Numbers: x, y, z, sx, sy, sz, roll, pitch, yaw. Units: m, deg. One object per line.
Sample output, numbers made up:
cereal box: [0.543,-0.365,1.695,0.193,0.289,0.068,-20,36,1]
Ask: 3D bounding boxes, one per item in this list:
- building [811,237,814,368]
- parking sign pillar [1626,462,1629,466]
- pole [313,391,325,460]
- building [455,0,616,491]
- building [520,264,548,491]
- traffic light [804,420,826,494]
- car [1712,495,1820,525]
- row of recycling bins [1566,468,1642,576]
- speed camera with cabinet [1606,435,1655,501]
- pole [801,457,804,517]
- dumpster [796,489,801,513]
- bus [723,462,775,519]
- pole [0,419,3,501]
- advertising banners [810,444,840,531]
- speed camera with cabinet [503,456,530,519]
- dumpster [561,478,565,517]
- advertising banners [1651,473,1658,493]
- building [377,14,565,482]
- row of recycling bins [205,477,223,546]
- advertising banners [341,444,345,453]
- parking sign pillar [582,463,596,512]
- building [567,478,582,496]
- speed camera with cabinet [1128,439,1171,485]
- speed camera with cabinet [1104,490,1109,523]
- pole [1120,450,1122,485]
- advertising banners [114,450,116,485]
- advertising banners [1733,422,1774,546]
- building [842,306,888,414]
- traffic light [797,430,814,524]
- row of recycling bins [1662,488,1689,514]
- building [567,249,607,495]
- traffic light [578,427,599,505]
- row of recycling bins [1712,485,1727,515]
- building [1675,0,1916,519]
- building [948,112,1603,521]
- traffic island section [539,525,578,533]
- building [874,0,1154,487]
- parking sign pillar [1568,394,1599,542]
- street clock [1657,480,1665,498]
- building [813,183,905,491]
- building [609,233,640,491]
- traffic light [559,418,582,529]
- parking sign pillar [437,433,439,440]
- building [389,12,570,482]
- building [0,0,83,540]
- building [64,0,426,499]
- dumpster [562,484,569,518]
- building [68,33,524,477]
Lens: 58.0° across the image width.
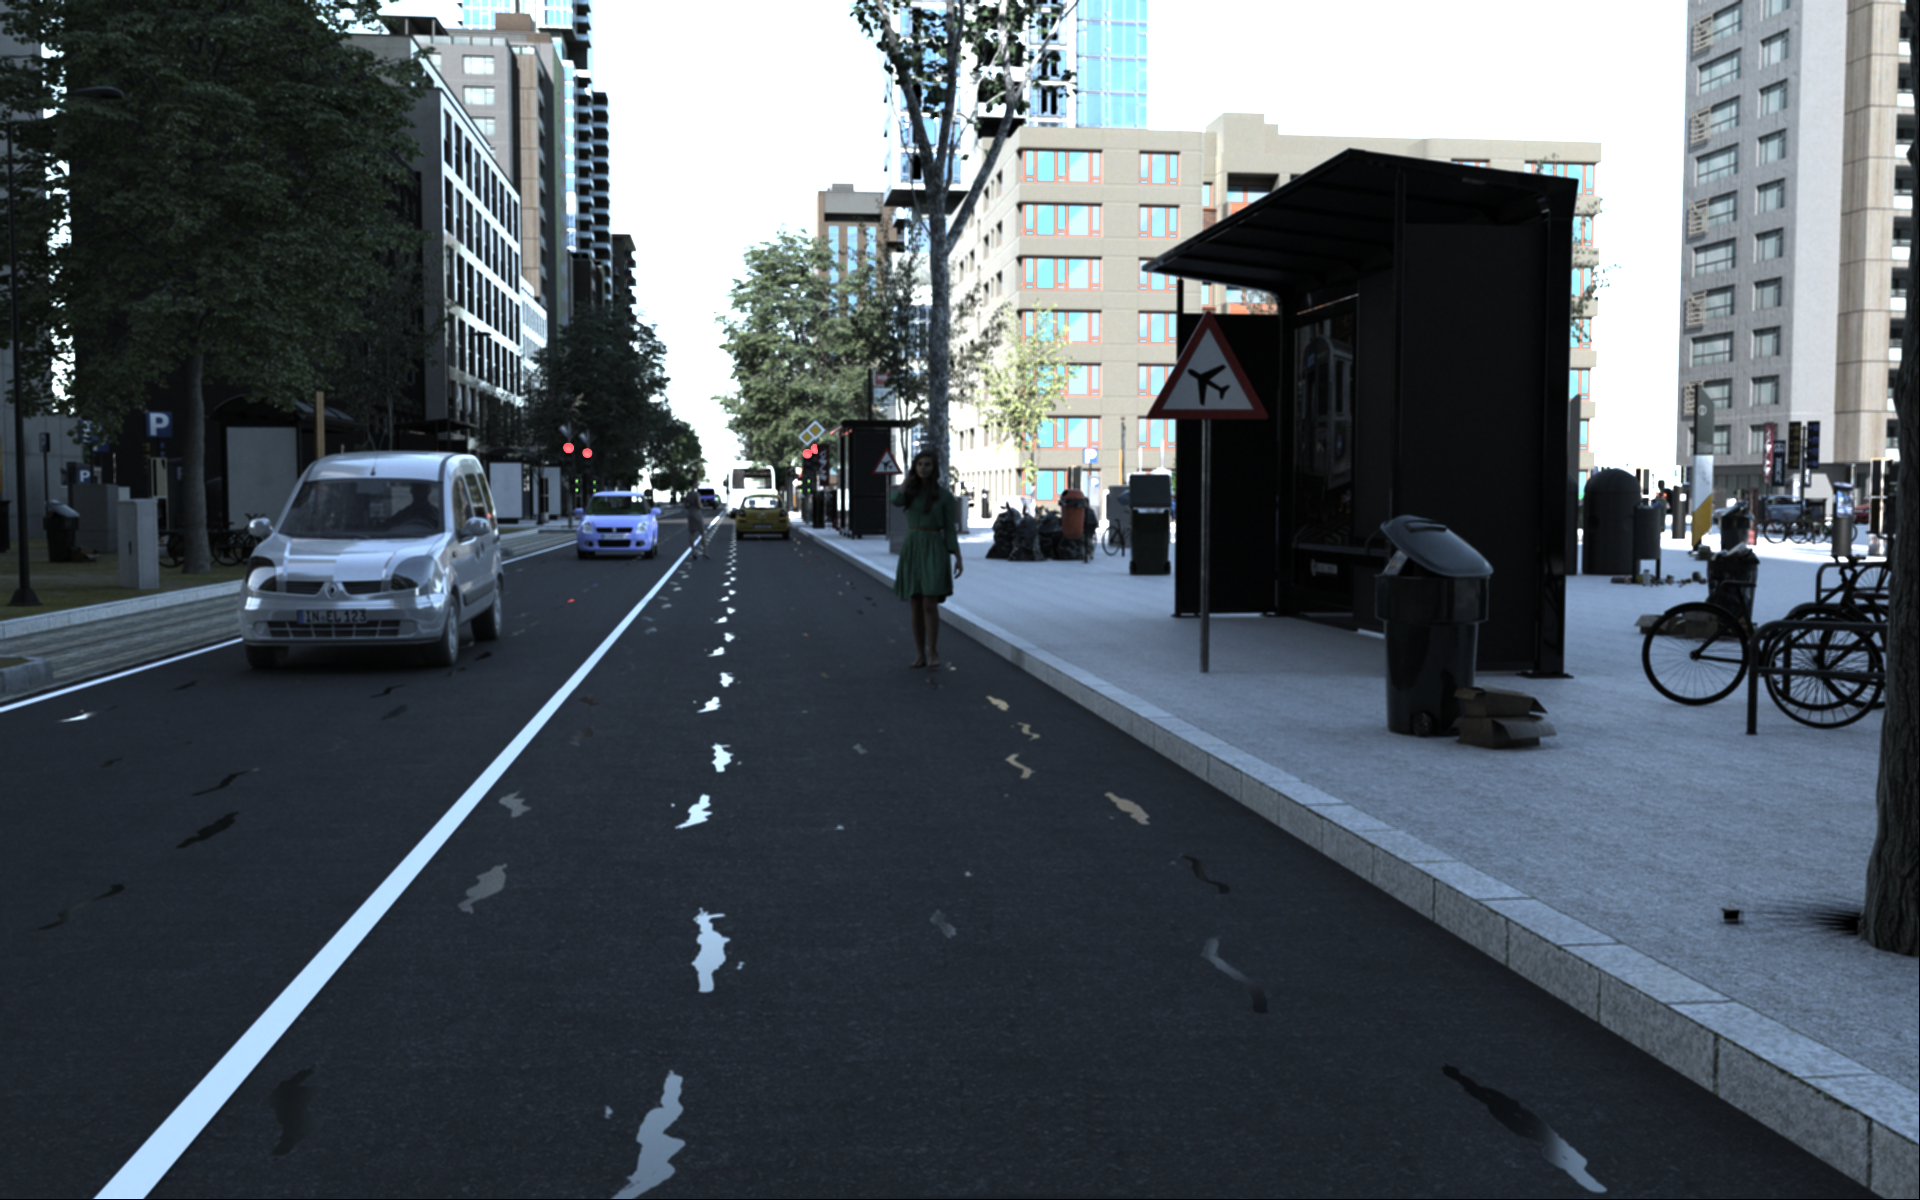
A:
building: [-16.811,-36.301,277.111,14.154,41.232,14.086,0,4,-7]
parking sign pillar: [56.018,-9.643,146.136,1.447,3.967,1.447,2,4,34]
pole: [-12.732,-2.485,34.468,0.158,3.312,0.155,0,3,0]
building: [-60.423,-57.296,249.455,22.319,86.520,31.000,0,4,-7]
building: [-38.612,-17.198,135.937,10.420,20.320,16.860,0,4,-7]
traffic light: [-5.472,-4.678,65.408,0.839,4.253,0.868,0,4,-7]
car: [34.580,-3.812,74.322,4.499,1.417,2.014,0,4,-8]
row of recycling bins: [9.068,-1.266,27.806,3.534,1.692,1.069,1,4,10]
speed camera with cabinet: [22.645,-3.923,58.475,2.038,3.252,0.660,-2,4,-35]
pole: [-8.640,-6.196,95.154,0.158,3.312,0.155,0,3,0]
dumpster: [-10.622,-6.926,118.997,1.264,1.857,1.865,0,4,-7]
bus: [-12.768,-6.715,104.642,2.948,3.499,13.247,-1,4,-9]
pole: [-25.137,-3.146,45.283,0.158,3.312,0.155,0,3,0]
advertising banners: [-4.556,-4.182,64.563,2.074,3.025,0.090,-1,4,-14]
speed camera with cabinet: [-22.665,-5.737,88.144,2.038,3.252,0.660,3,5,43]
dumpster: [-22.714,-5.783,97.050,1.502,2.255,1.985,0,4,-7]
advertising banners: [57.790,-8.998,143.304,2.074,3.025,0.090,-2,4,-31]
building: [-42.706,-28.631,151.707,14.154,41.232,14.086,0,4,-7]
row of recycling bins: [-17.926,-2.219,43.394,1.069,1.692,3.534,0,4,-4]
advertising banners: [-21.815,-3.954,60.828,0.090,3.025,2.074,-2,4,-30]
parking sign pillar: [-24.952,-7.892,117.504,1.447,3.967,1.447,-1,4,-21]
building: [-56.504,-30.064,183.426,32.217,40.220,23.993,0,4,-7]
speed camera with cabinet: [6.571,-4.159,62.342,2.038,3.252,0.660,1,4,9]
speed camera with cabinet: [7.160,-4.936,75.038,0.660,3.252,2.038,-3,5,-44]
pole: [7.494,-5.270,80.014,0.158,3.312,0.155,0,3,0]
advertising banners: [-34.165,-4.520,70.089,0.090,3.025,2.074,-2,4,-25]
advertising banners: [19.657,-2.858,42.919,0.090,3.025,2.074,0,4,1]
building: [2.921,-20.215,175.547,27.650,21.520,28.899,0,4,-7]
traffic light: [-6.486,-5.163,73.329,0.839,4.253,0.868,0,4,-7]
row of recycling bins: [46.579,-6.352,110.970,1.069,1.692,3.534,-3,5,-40]
building: [-49.374,-26.461,204.341,14.160,30.474,14.107,0,4,-7]
traffic light: [-15.472,-5.092,72.167,0.839,4.253,0.868,0,4,-7]
row of recycling bins: [34.900,-4.466,80.134,1.069,1.692,3.534,2,4,29]
building: [48.876,-25.029,92.813,14.086,41.232,14.154,0,4,-7]
building: [15.364,-15.415,97.075,28.899,21.520,27.650,0,4,-7]
traffic island section: [-14.499,-2.575,64.376,2.009,0.180,2.903,0,4,-7]
building: [2.777,-50.164,132.860,22.319,86.520,31.000,0,4,-7]
parking sign pillar: [16.112,-3.556,46.613,1.447,3.967,1.447,-3,4,-37]
street clock: [34.962,-5.004,86.390,0.358,2.002,0.471,0,4,1]
building: [-13.744,-36.626,248.951,14.600,45.320,14.200,0,4,-7]
building: [-63.704,-38.288,280.634,22.147,44.769,28.867,0,4,-7]
traffic light: [-14.458,-4.607,64.246,0.839,4.253,0.868,0,4,-7]
parking sign pillar: [-22.047,-5.101,71.867,1.447,3.967,1.447,2,4,26]
building: [-45.197,-31.522,165.496,14.600,45.320,14.200,0,4,-7]
building: [-36.119,-36.820,40.264,20.611,71.187,20.563,0,4,-7]
building: [-34.068,-15.611,84.925,12.332,23.373,15.834,0,4,-7]
dumpster: [-21.702,-5.369,93.538,1.264,1.857,1.865,0,4,-7]
building: [-39.774,-18.680,109.937,19.350,26.468,34.151,0,4,-7]
